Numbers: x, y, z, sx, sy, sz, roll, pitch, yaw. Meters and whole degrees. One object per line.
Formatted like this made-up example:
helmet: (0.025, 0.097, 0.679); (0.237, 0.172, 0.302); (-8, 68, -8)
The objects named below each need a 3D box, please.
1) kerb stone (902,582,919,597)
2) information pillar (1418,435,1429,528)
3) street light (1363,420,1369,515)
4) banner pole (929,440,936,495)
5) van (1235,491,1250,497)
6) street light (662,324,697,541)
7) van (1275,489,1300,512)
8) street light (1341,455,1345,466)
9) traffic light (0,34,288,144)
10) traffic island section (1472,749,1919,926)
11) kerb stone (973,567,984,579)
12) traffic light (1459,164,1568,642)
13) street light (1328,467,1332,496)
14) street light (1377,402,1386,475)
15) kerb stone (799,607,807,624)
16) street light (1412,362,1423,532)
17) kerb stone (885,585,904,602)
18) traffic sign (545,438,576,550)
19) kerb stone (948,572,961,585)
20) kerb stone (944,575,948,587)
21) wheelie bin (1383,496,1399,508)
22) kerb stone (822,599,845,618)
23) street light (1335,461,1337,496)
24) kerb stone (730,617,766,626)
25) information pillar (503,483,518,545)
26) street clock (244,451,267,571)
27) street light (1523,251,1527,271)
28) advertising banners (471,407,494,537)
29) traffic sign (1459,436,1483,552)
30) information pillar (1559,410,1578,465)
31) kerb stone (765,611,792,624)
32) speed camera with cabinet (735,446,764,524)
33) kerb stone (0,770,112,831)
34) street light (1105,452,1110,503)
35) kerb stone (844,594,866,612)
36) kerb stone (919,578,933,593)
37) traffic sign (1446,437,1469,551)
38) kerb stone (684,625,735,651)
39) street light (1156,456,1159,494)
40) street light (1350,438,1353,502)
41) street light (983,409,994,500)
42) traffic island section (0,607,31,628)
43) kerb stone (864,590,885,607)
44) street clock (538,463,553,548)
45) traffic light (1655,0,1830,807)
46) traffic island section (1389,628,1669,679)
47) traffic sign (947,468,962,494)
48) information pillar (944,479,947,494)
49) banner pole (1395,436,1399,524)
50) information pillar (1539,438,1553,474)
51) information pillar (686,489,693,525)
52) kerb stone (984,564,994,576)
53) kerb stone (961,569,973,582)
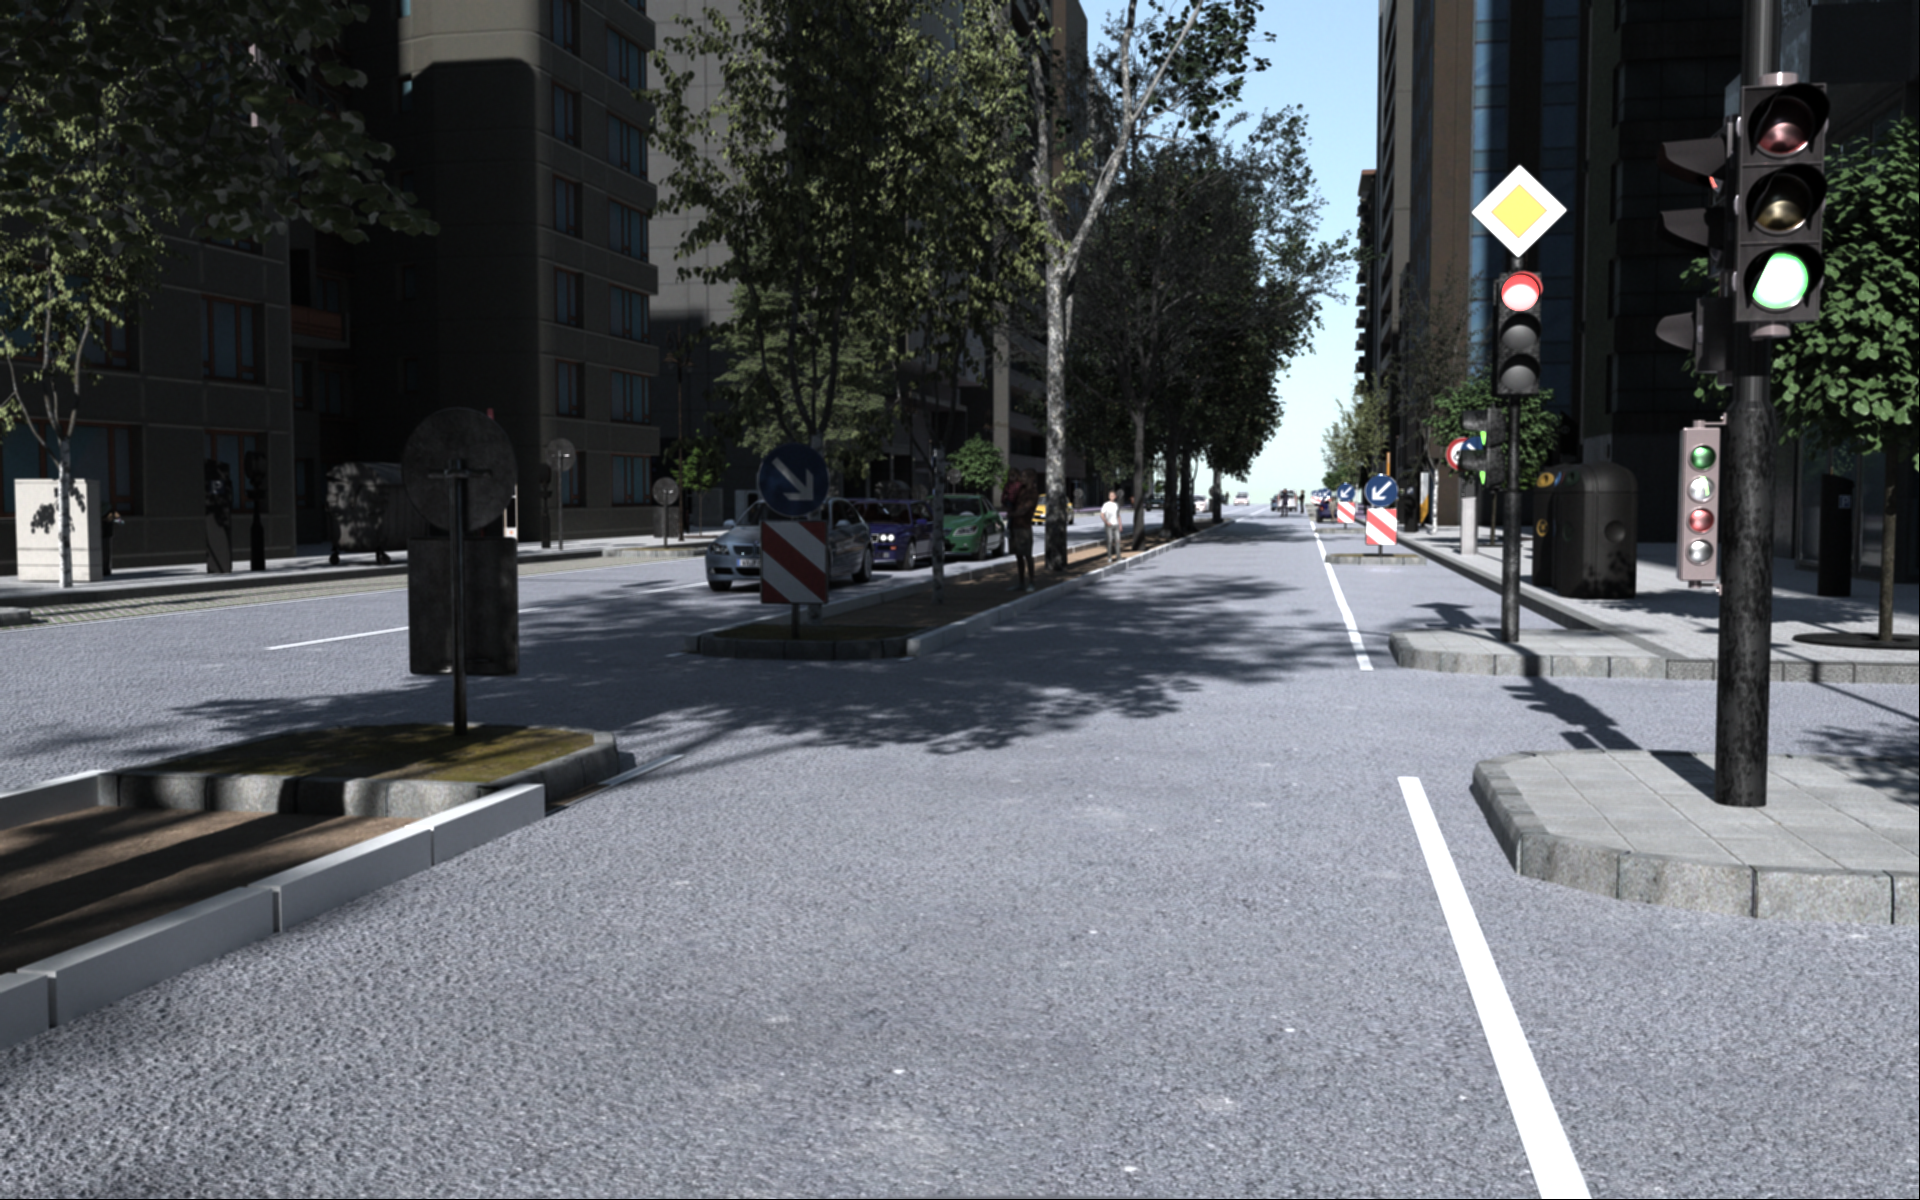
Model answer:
kerb stone: (-0.771, -0.125, 24.246); (0.120, 0.150, 1.000); (1, 4, 11)
information pillar: (17.759, -4.578, 66.212); (0.183, 3.616, 0.504); (3, 5, 44)
street light: (24.920, -8.170, 106.362); (0.468, 5.910, 1.993); (1, 4, 11)
banner pole: (-1.198, -5.507, 80.061); (0.863, 3.779, 0.401); (3, 5, 42)
van: (39.088, -14.218, 239.470); (2.013, 2.044, 4.112); (1, 4, 12)
street light: (-7.611, -4.547, 47.136); (0.468, 5.910, 1.993); (1, 4, 11)
van: (26.916, -8.282, 142.428); (2.013, 2.044, 4.112); (1, 4, 11)
street light: (36.078, -11.635, 163.025); (0.468, 5.910, 1.993); (1, 4, 11)
traffic light: (-9.178, -2.631, 17.690); (4.771, 5.953, 1.251); (1, 4, 11)
traffic island section: (3.255, 0.922, 7.207); (2.009, 0.180, 2.903); (1, 4, 11)
kerb stone: (0.220, -0.433, 29.269); (0.120, 0.150, 1.000); (1, 4, 11)
traffic light: (4.760, -1.591, 14.935); (0.839, 4.253, 0.868); (1, 4, 11)
street light: (46.347, -14.871, 215.934); (0.468, 5.910, 1.993); (1, 4, 11)
street light: (21.205, -6.996, 87.175); (0.468, 5.910, 1.993); (1, 4, 11)
kerb stone: (-1.763, 0.182, 19.222); (0.120, 0.150, 1.000); (1, 4, 11)
street light: (15.624, -5.281, 59.140); (0.468, 5.910, 1.993); (1, 4, 11)
kerb stone: (-0.961, -0.064, 23.235); (0.120, 0.150, 1.000); (1, 4, 11)
traffic sign: (-9.117, -2.408, 39.485); (0.768, 2.556, 0.104); (1, 4, 14)
kerb stone: (-0.183, -0.308, 27.265); (0.120, 0.150, 1.000); (1, 4, 11)
kerb stone: (-0.372, -0.248, 26.250); (0.120, 0.150, 1.000); (1, 4, 11)
wheelie bin: (19.624, -4.384, 79.591); (0.980, 1.594, 0.693); (0, 4, 4)
kerb stone: (-1.557, 0.125, 20.224); (0.120, 0.150, 1.000); (1, 4, 11)
street light: (40.902, -13.155, 187.872); (0.468, 5.910, 1.993); (1, 4, 11)
kerb stone: (-2.161, 0.305, 17.215); (0.120, 0.150, 1.000); (1, 4, 11)
information pillar: (-11.101, -2.339, 42.734); (0.304, 2.012, 0.304); (-1, 4, -23)
street clock: (-11.799, -1.497, 29.050); (0.358, 2.002, 0.471); (-3, 4, -39)
street light: (10.011, -3.567, 31.111); (0.468, 5.910, 1.993); (1, 4, 11)
advertising banners: (-9.855, -2.420, 35.760); (0.090, 3.025, 2.074); (-2, 4, -27)
traffic sign: (11.384, -2.327, 38.159); (0.768, 2.556, 0.104); (1, 4, 20)
information pillar: (16.833, -3.463, 47.976); (0.504, 3.616, 0.183); (2, 4, 27)
kerb stone: (-1.961, 0.245, 18.217); (0.120, 0.150, 1.000); (1, 4, 11)
speed camera with cabinet: (-8.261, -4.635, 70.124); (0.660, 3.252, 2.038); (2, 4, 31)
kerb stone: (-4.063, 0.895, 7.565); (0.120, 0.150, 1.000); (1, 4, 11)
street light: (12.676, -10.852, 150.224); (0.468, 5.910, 1.993); (1, 4, 11)
kerb stone: (-1.371, 0.065, 21.229); (0.120, 0.150, 1.000); (1, 4, 11)
kerb stone: (-0.578, -0.186, 25.249); (0.120, 0.150, 1.000); (1, 4, 11)
traffic sign: (11.239, -2.360, 38.699); (0.768, 2.556, 0.104); (1, 4, 20)
kerb stone: (-2.351, 0.368, 16.211); (0.120, 0.150, 1.000); (1, 4, 11)
street light: (23.283, -14.157, 204.250); (0.468, 5.910, 1.993); (1, 4, 11)
street light: (30.465, -9.908, 134.781); (0.468, 5.910, 1.993); (1, 4, 11)
street light: (1.557, -7.403, 93.819); (0.468, 5.910, 1.993); (1, 4, 11)
traffic island section: (-11.285, 0.249, 18.202); (2.009, 0.180, 2.903); (1, 4, 11)
kerb stone: (-1.172, -0.002, 22.231); (0.120, 0.150, 1.000); (1, 4, 11)
street clock: (-9.790, -2.223, 40.910); (0.358, 2.002, 0.471); (0, 4, -8)
traffic light: (1.148, -2.000, 7.363); (4.771, 5.953, 1.251); (1, 4, 11)
traffic island section: (4.797, 0.443, 15.042); (2.009, 0.180, 2.903); (1, 4, 11)
traffic sign: (-0.297, -5.225, 85.540); (0.768, 2.556, 0.104); (1, 4, 12)
information pillar: (-0.823, -4.732, 81.865); (0.304, 2.012, 0.304); (-3, 4, -37)
banner pole: (18.850, -5.177, 74.655); (0.401, 3.779, 0.863); (1, 4, 21)
information pillar: (22.140, -4.536, 65.526); (0.504, 3.616, 0.183); (0, 4, -6)
information pillar: (-11.132, -4.114, 71.753); (0.304, 2.012, 0.304); (1, 4, 22)
kerb stone: (0.412, -0.494, 30.274); (0.120, 0.150, 1.000); (1, 4, 11)
kerb stone: (0.015, -0.371, 28.267); (0.120, 0.150, 1.000); (1, 4, 11)
